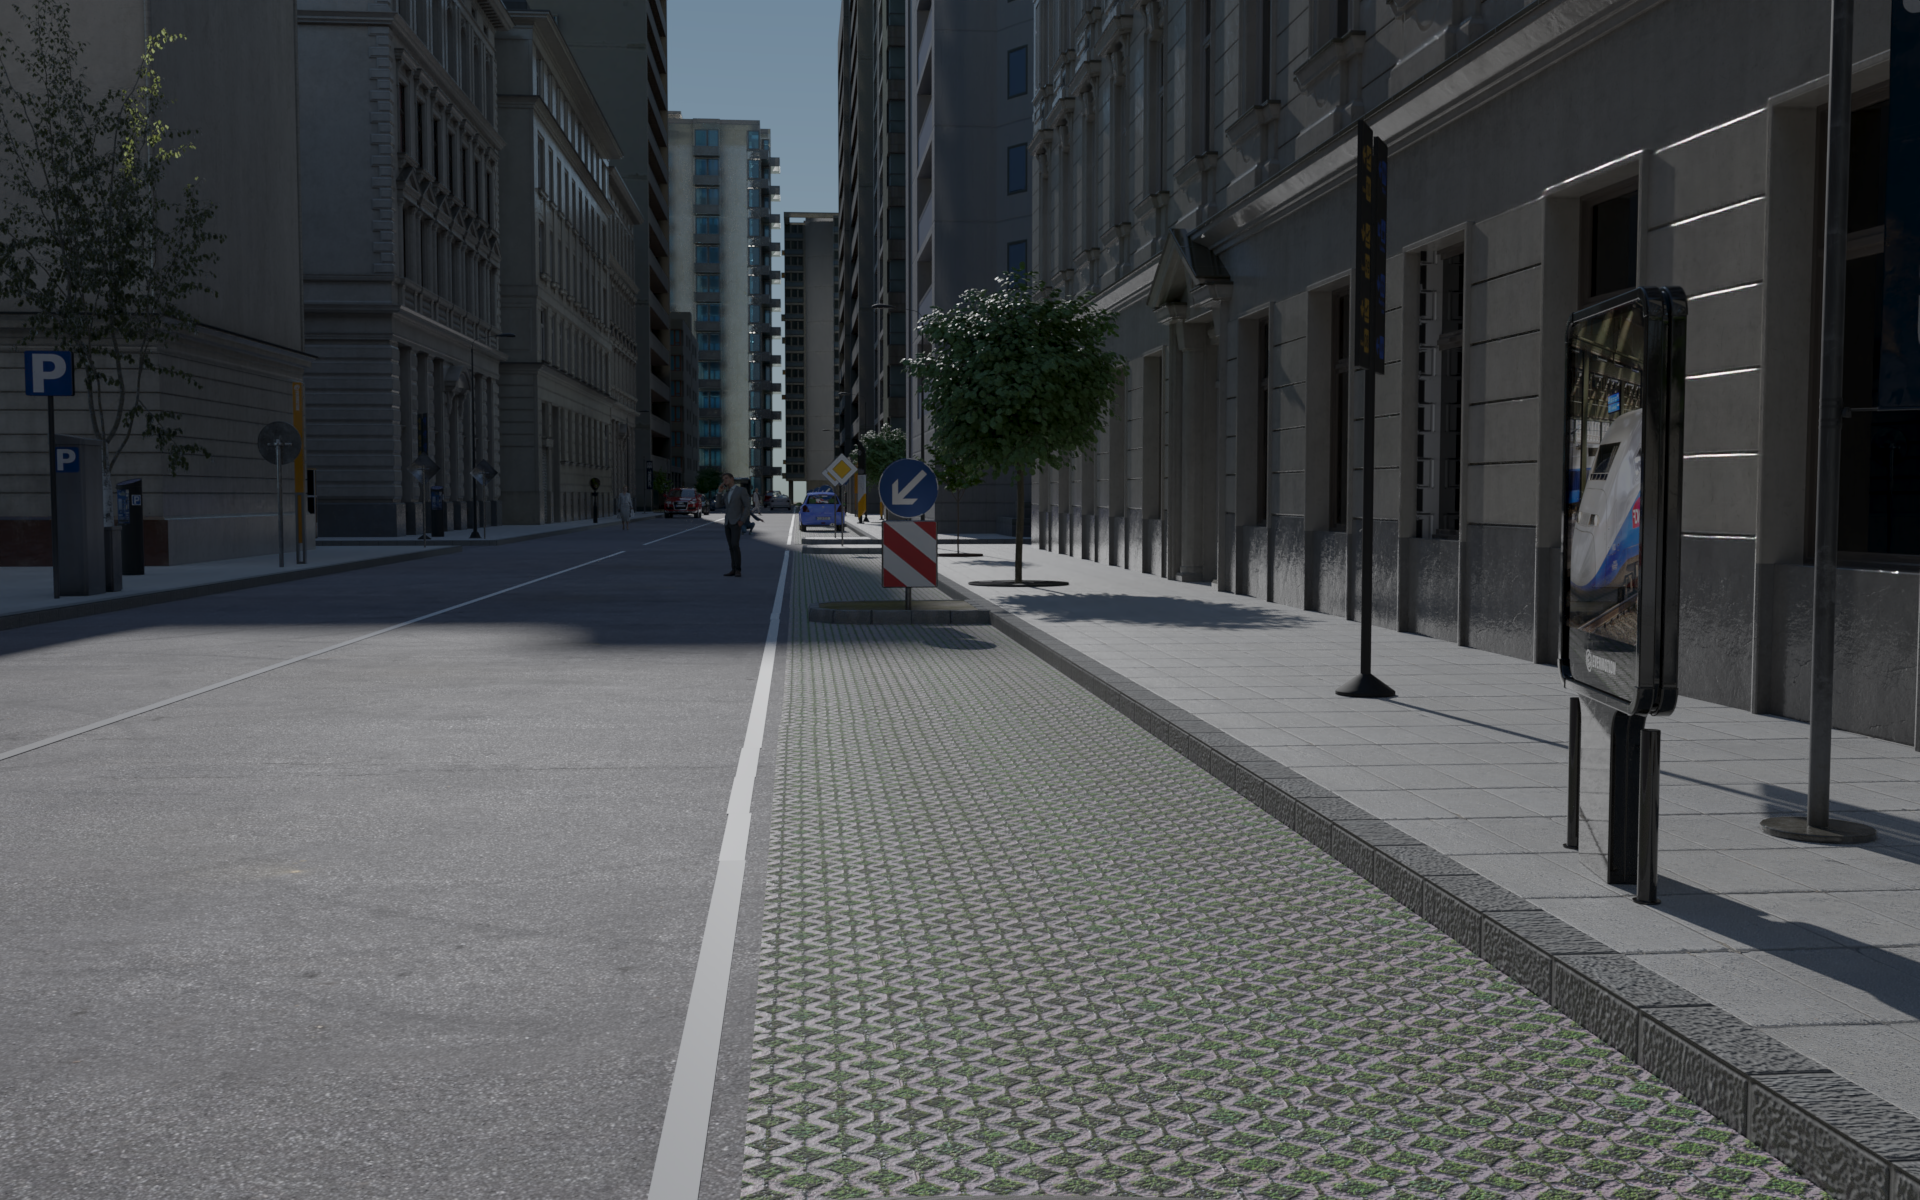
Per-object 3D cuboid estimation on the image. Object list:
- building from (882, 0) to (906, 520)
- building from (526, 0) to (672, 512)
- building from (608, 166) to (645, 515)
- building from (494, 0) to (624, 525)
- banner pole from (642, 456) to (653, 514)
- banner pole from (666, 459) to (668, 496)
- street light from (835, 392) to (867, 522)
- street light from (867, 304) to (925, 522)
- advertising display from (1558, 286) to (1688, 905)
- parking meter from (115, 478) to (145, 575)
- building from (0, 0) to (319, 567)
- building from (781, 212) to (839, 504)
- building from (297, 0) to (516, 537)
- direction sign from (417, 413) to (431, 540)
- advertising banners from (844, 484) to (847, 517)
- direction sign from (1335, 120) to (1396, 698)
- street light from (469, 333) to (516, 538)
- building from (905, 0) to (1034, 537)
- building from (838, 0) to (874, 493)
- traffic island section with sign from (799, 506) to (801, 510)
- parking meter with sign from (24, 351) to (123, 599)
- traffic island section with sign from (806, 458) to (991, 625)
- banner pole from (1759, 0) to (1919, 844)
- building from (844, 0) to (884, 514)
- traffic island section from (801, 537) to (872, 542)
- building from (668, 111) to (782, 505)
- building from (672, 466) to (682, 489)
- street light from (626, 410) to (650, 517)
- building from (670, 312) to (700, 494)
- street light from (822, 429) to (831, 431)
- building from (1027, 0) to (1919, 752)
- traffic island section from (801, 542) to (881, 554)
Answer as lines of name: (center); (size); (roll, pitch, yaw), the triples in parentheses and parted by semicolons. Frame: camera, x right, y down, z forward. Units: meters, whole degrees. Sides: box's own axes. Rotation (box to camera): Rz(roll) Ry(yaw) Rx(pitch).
building: (2.889, -19.502, 90.559); (14.160, 30.474, 14.107); (0, 4, -5)
building: (-33.971, -31.182, 133.524); (21.300, 48.544, 21.600); (0, 4, -5)
building: (-26.265, -17.160, 109.441); (11.050, 23.489, 19.941); (0, 4, -5)
building: (-25.907, -15.355, 84.338); (16.112, 22.955, 30.059); (0, 4, -5)
banner pole: (-20.523, -7.569, 113.767); (0.863, 3.779, 0.401); (1, 4, 17)
banner pole: (-20.739, -8.112, 122.640); (0.401, 3.779, 0.863); (0, 4, -5)
street light: (-4.852, -6.531, 79.328); (1.470, 5.913, 1.316); (0, 4, -5)
street light: (-1.458, -4.279, 42.502); (1.470, 5.913, 1.316); (0, 4, -5)
advertising display: (2.196, -0.036, 5.807); (0.123, 1.923, 0.974); (0, 4, 5)
parking meter: (-13.135, -1.163, 27.421); (0.372, 1.533, 0.369); (0, 3, 0)
building: (-23.523, -10.361, 34.030); (19.286, 19.102, 10.561); (0, 4, -5)
building: (-11.137, -32.623, 225.260); (23.993, 40.220, 32.217); (0, 4, -5)
building: (-22.387, -14.111, 59.587); (11.050, 23.489, 19.941); (0, 4, -5)
direction sign: (-15.130, -3.475, 48.821); (0.379, 3.537, 0.876); (-2, 4, -33)
advertising banners: (-6.595, -6.304, 99.251); (0.090, 3.025, 2.074); (0, 4, -7)
direction sign: (2.593, -1.161, 10.973); (0.379, 3.537, 0.876); (2, 4, 23)
street light: (-13.516, -4.742, 50.079); (1.470, 5.913, 1.316); (0, 4, -5)
building: (12.703, -31.671, 59.827); (28.212, 58.520, 21.231); (0, 4, -5)
building: (-0.317, -32.814, 160.205); (21.300, 48.544, 21.600); (0, 4, -5)
traffic island section with sign: (-5.966, -4.093, 75.550); (1.989, 1.847, 2.006); (0, 4, -5)
parking meter with sign: (-11.181, -1.573, 21.979); (0.543, 3.016, 1.738); (0, 4, -7)
traffic island section with sign: (-0.740, -0.685, 19.829); (1.989, 1.847, 2.006); (0, 4, -5)
banner pole: (3.410, -0.994, 6.272); (0.863, 3.779, 0.401); (3, 5, 42)
building: (2.669, -41.374, 114.718); (20.563, 71.187, 20.611); (0, 4, -5)
traffic island section: (-3.611, -1.723, 50.447); (2.009, 0.180, 2.903); (0, 4, -5)
building: (-37.932, -36.663, 219.043); (30.456, 49.044, 23.786); (0, 4, -5)
building: (-35.656, -43.768, 153.857); (20.563, 71.187, 20.611); (0, 4, -5)
street light: (-17.862, -7.545, 95.909); (1.470, 5.913, 1.316); (0, 4, -5)
building: (-43.013, -20.705, 183.566); (28.899, 21.520, 27.650); (0, 4, -5)
street light: (-9.186, -9.299, 124.578); (1.470, 5.913, 1.316); (0, 4, -5)
building: (11.561, -14.905, 20.108); (17.030, 29.872, 44.131); (0, 4, -5)
traffic island section: (-2.866, -1.236, 42.497); (2.009, 0.180, 2.903); (0, 4, -5)
